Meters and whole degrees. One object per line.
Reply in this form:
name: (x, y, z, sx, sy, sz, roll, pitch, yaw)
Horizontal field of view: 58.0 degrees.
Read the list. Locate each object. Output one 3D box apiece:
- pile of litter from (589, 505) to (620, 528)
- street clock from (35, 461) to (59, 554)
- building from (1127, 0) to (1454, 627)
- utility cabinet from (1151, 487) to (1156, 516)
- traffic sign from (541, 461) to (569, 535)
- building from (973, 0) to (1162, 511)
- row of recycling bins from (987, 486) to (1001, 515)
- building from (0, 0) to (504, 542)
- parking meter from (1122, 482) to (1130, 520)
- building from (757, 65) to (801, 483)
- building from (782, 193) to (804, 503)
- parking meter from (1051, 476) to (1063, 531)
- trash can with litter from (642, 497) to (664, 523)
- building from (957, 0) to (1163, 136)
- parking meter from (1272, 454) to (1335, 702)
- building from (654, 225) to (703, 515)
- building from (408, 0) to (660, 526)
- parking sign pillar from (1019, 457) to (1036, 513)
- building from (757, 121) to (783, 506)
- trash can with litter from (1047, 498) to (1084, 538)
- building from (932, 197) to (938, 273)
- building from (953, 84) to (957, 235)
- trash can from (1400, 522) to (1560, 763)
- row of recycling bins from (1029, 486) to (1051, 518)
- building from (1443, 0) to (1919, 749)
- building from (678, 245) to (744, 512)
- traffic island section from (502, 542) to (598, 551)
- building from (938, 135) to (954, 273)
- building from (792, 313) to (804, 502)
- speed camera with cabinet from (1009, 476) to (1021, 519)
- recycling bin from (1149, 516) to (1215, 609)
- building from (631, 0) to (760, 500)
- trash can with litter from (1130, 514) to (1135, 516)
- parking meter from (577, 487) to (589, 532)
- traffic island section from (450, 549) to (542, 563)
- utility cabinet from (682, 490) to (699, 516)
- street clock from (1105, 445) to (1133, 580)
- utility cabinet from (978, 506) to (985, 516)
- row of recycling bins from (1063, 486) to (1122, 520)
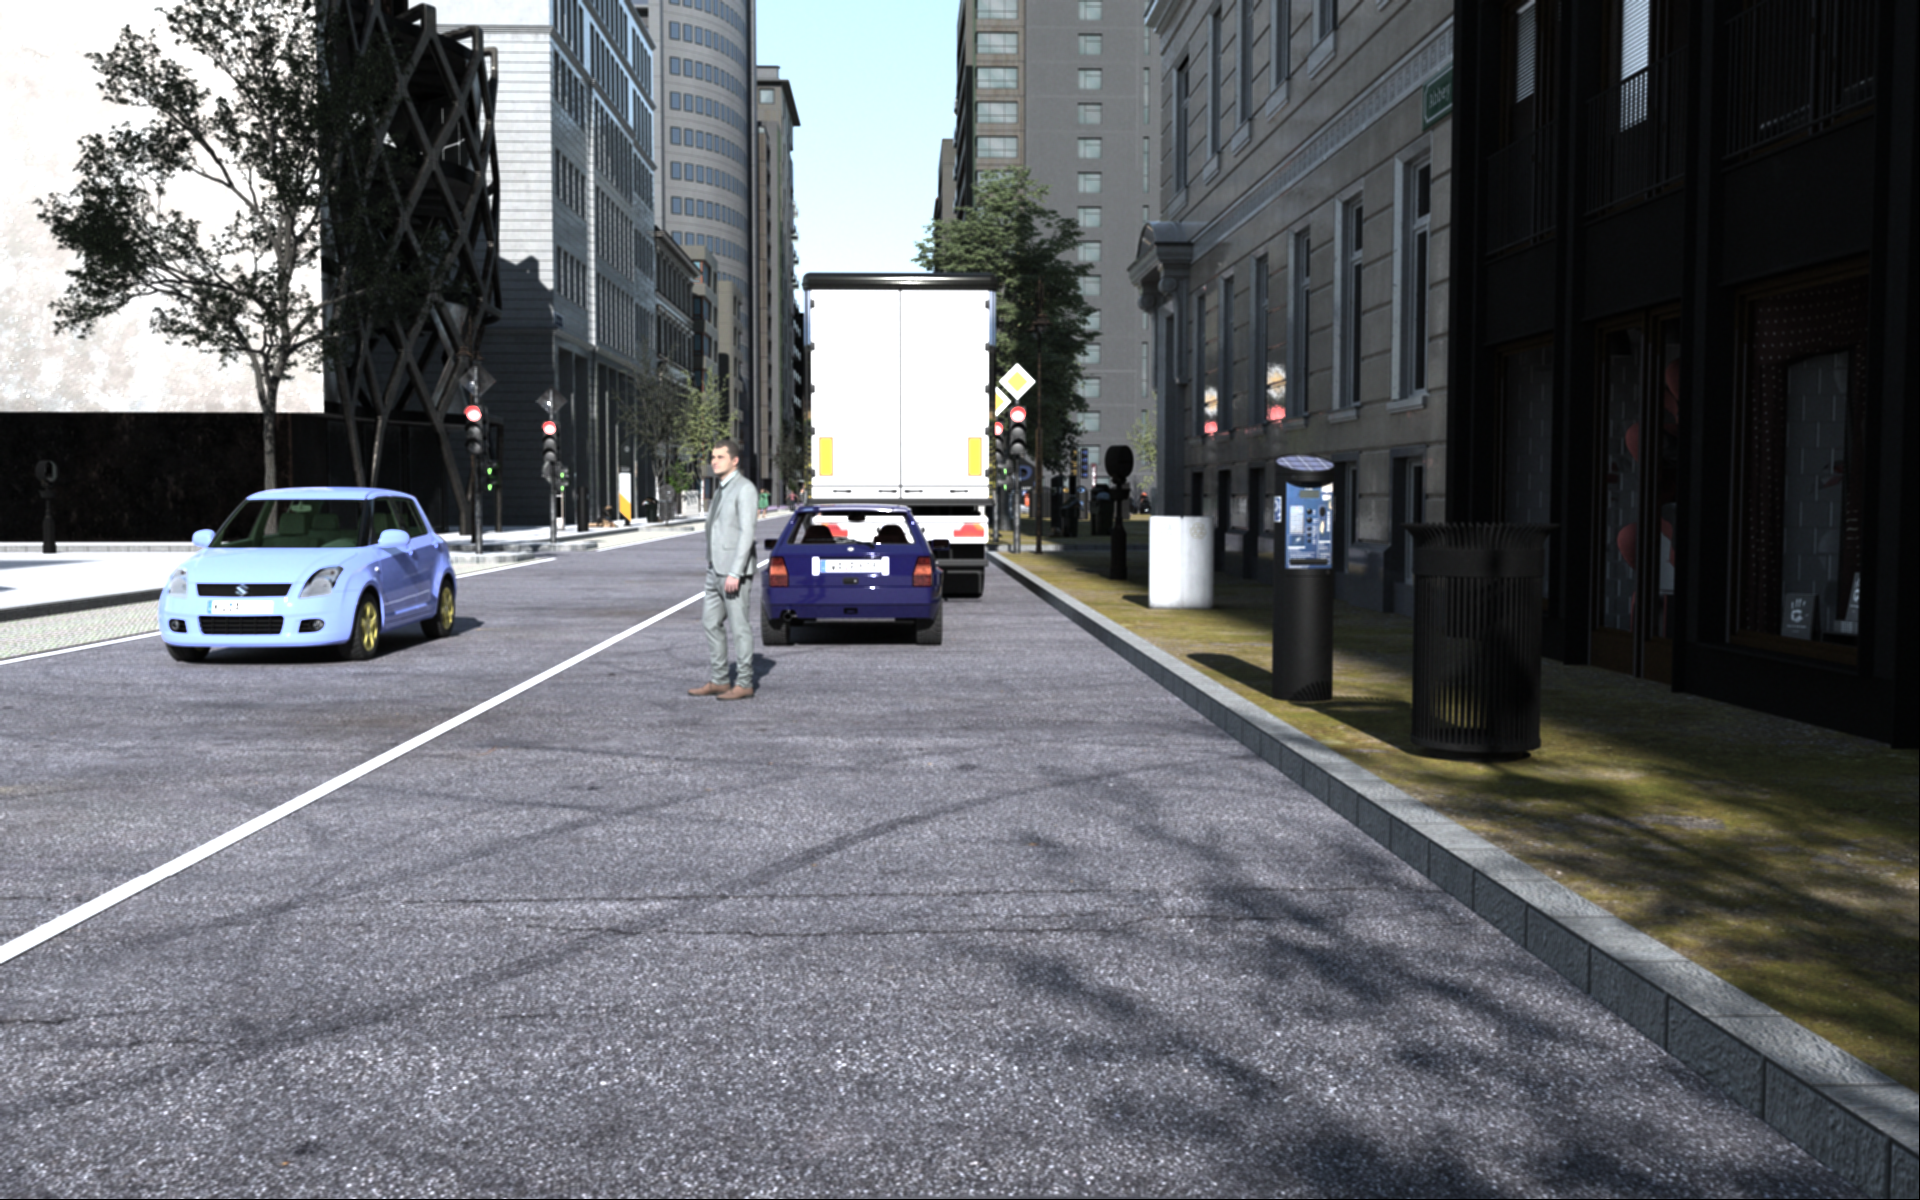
pile of litter: (-13.811, -3.236, 66.870, 1.176, 0.858, 1.719, -3, 4, -36)
street clock: (-19.693, -2.008, 37.405, 0.358, 2.002, 0.471, 0, 4, 8)
building: (10.525, -14.630, 25.101, 13.634, 28.700, 20.117, 0, 4, -2)
utility cabinet: (6.449, -2.785, 54.216, 0.318, 1.500, 1.173, -2, 4, -32)
traffic sign: (-12.747, -3.336, 54.554, 0.884, 2.594, 0.081, 0, 4, -2)
building: (7.934, -27.637, 135.452, 14.154, 41.232, 14.086, 0, 4, -2)
row of recycling bins: (1.815, -4.776, 85.205, 1.069, 1.692, 3.534, 0, 4, 1)
building: (-23.333, -11.412, 54.036, 16.820, 18.784, 16.811, 0, 4, -2)
parking meter: (8.204, -4.904, 85.893, 0.399, 1.863, 0.255, 2, 4, 24)
building: (-34.898, -38.438, 217.707, 28.713, 52.752, 27.495, 0, 4, -2)
building: (-34.456, -38.444, 248.168, 23.786, 49.044, 30.456, 0, 4, -2)
parking meter: (3.067, -3.004, 54.833, 0.255, 1.863, 0.399, 2, 4, 34)
trash can with litter: (-13.744, -4.055, 77.691, 0.624, 1.170, 1.055, 1, 4, 19)
building: (10.712, -32.382, 153.150, 21.300, 48.544, 21.600, 0, 4, -2)
parking meter: (2.150, -0.149, 10.839, 0.372, 1.533, 0.369, 0, 3, 0)
building: (-22.415, -14.916, 108.501, 10.561, 19.102, 19.286, 0, 4, -2)
building: (-22.160, -18.708, 83.376, 11.434, 29.767, 29.804, 0, 4, -2)
parking sign pillar: (4.413, -7.847, 116.771, 1.447, 3.967, 1.447, 1, 4, 20)
building: (-26.448, -30.627, 184.352, 14.154, 41.232, 14.086, 0, 4, -2)
trash can with litter: (3.113, -2.440, 51.276, 1.055, 1.170, 0.624, -3, 4, -39)
building: (7.156, -36.454, 250.650, 22.147, 44.769, 28.867, 0, 4, -2)
building: (10.682, -34.222, 179.130, 23.786, 49.044, 30.456, 0, 4, -2)
trash can: (2.524, 0.195, 8.458, 0.748, 1.137, 0.748, 0, 3, 0)
row of recycling bins: (4.418, -5.270, 93.279, 1.069, 1.692, 3.534, 1, 4, 12)
building: (10.810, -10.865, 7.321, 12.332, 23.373, 15.834, 0, 4, -2)
building: (-32.011, -17.699, 134.423, 27.650, 21.520, 28.899, 0, 4, -2)
traffic island section: (-10.574, -1.387, 44.957, 2.009, 0.180, 2.903, 0, 4, -2)
building: (8.036, -36.796, 225.311, 21.300, 48.544, 21.600, 0, 4, -2)
building: (-30.026, -30.547, 271.150, 14.160, 30.474, 14.107, 0, 4, -2)
speed camera with cabinet: (2.641, -5.822, 89.532, 0.660, 3.252, 2.038, 1, 4, 15)
recycling bin: (2.511, -0.433, 19.626, 0.722, 1.027, 0.722, 0, 4, 8)
building: (-30.624, -37.954, 162.550, 21.231, 58.520, 28.212, 0, 4, -2)
trash can with litter: (9.151, -5.511, 101.158, 2.233, 1.210, 1.678, 0, 4, 1)
parking meter: (-12.927, -3.116, 59.350, 0.372, 1.533, 0.369, 0, 3, 0)
traffic island section: (-10.285, -0.899, 36.977, 2.009, 0.180, 2.903, 0, 4, -2)
utility cabinet: (-15.630, -5.605, 100.318, 0.318, 1.500, 1.173, 2, 4, 31)
street clock: (2.376, -1.304, 25.897, 0.358, 2.002, 0.471, 2, 4, 35)
utility cabinet: (0.842, -5.551, 99.443, 1.173, 1.500, 0.318, -2, 4, -31)
row of recycling bins: (6.448, -4.868, 86.703, 3.534, 1.692, 1.069, 0, 4, 1)
